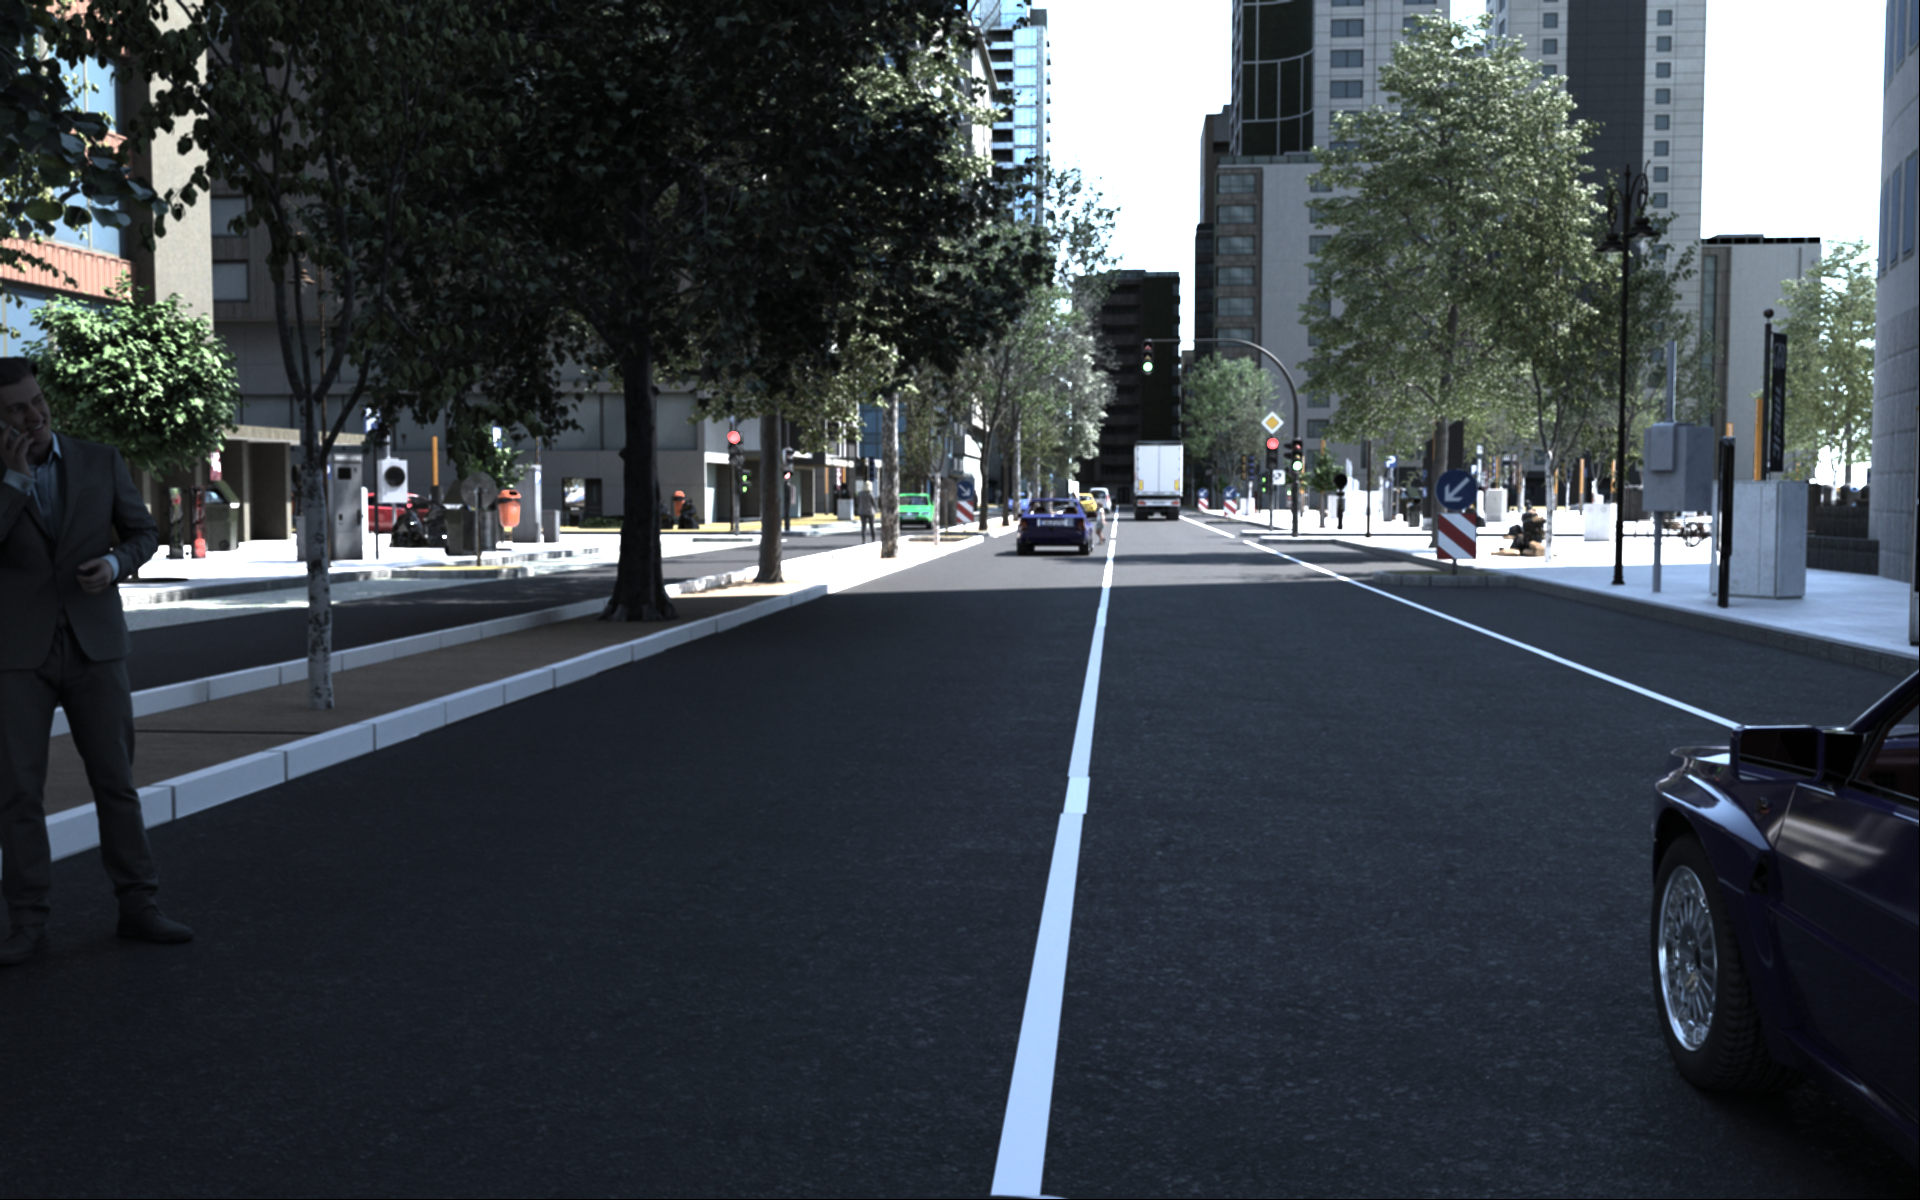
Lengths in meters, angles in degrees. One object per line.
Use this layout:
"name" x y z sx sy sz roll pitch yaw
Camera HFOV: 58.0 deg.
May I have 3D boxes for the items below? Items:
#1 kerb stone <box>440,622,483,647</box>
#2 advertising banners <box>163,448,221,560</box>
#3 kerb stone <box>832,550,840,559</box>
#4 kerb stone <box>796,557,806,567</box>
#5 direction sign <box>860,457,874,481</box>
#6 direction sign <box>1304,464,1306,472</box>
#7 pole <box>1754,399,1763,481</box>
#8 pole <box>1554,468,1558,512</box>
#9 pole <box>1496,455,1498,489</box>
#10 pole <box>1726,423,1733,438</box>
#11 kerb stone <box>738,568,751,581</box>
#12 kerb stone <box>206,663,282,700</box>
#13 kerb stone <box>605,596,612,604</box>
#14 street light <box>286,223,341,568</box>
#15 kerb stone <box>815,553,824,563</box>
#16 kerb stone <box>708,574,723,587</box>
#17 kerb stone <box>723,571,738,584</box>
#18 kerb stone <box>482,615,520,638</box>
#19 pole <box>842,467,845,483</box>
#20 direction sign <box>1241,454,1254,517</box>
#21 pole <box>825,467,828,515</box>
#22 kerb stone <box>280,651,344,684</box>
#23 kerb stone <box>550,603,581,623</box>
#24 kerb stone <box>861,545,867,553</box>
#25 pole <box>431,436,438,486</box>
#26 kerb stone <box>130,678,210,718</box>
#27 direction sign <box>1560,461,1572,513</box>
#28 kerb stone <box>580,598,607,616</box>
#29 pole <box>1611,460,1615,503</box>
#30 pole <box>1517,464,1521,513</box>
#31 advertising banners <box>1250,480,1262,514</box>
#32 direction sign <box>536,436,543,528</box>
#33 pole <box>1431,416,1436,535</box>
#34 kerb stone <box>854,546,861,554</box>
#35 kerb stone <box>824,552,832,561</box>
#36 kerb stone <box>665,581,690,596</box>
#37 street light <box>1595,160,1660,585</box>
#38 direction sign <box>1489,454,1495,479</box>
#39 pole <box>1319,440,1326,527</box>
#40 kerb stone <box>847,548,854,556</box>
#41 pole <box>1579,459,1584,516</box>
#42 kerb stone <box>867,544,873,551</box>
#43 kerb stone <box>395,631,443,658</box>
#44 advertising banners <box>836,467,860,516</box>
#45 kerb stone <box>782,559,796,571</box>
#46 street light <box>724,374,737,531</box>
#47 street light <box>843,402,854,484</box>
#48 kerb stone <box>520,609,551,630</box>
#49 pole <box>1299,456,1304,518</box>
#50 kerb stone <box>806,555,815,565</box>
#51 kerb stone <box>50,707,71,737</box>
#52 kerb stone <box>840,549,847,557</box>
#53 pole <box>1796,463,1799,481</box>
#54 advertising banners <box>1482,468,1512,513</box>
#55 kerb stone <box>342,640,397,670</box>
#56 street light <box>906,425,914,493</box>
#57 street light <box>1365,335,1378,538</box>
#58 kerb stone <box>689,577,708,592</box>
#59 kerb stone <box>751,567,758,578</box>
"kerb stone" -4.809 0.348 16.505 0.120 0.150 1.000 0 4 5
"advertising banners" -15.216 -2.342 34.483 0.090 3.025 2.074 0 4 8
"kerb stone" -2.827 -0.962 37.948 0.120 0.150 1.000 0 4 5
"kerb stone" -3.203 -0.715 33.878 0.120 0.150 1.000 0 4 5
"direction sign" -5.672 -6.965 105.880 0.876 3.537 0.379 0 4 5
"direction sign" 25.667 -8.370 128.850 0.379 3.537 0.876 0 4 3
"pole" 17.116 -2.647 37.124 0.158 3.312 0.155 0 3 0
"pole" 43.540 -8.115 126.519 0.158 3.312 0.155 0 3 0
"pole" 28.256 -5.942 90.995 0.158 3.312 0.155 0 3 0
"pole" 22.069 -3.420 49.757 0.158 3.312 0.155 0 3 0
"kerb stone" -3.678 -0.399 28.780 0.120 0.150 1.000 0 4 5
"kerb stone" -5.184 0.598 12.425 0.120 0.150 1.000 0 4 5
"kerb stone" -4.340 0.039 21.607 0.120 0.150 1.000 0 4 5
"street light" -10.934 -3.484 29.744 0.468 5.910 1.993 0 4 5
"kerb stone" -3.017 -0.839 35.913 0.120 0.150 1.000 0 4 5
"kerb stone" -3.862 -0.276 26.720 0.120 0.150 1.000 0 4 5
"kerb stone" -3.760 -0.339 27.736 0.120 0.150 1.000 0 4 5
"kerb stone" -4.714 0.286 17.522 0.120 0.150 1.000 0 4 5
"pole" -7.480 -7.176 111.167 0.158 3.312 0.155 0 3 0
"direction sign" 16.374 -6.526 98.700 0.876 3.537 0.379 3 5 42
"pole" -8.208 -6.887 106.451 0.158 3.312 0.155 0 3 0
"kerb stone" -5.084 0.538 13.445 0.120 0.150 1.000 0 4 5
"kerb stone" -4.520 0.161 19.557 0.120 0.150 1.000 0 4 5
"kerb stone" -2.451 -1.214 42.046 0.120 0.150 1.000 0 4 5
"pole" -18.606 -4.132 61.404 0.158 3.312 0.155 0 3 0
"kerb stone" -5.276 0.661 11.400 0.120 0.150 1.000 0 4 5
"direction sign" 40.998 -7.657 117.186 0.379 3.537 0.876 -3 4 -37
"kerb stone" -4.436 0.100 20.582 0.120 0.150 1.000 0 4 5
"pole" 38.190 -6.574 101.324 0.158 3.312 0.155 0 3 0
"pole" 41.117 -8.165 127.340 0.158 3.312 0.155 0 3 0
"advertising banners" 18.832 -6.978 110.279 0.090 3.025 2.074 -1 4 -10
"direction sign" -15.722 -4.439 64.579 0.379 3.537 0.876 0 4 -7
"pole" 12.522 -3.161 45.530 0.158 3.312 0.155 0 3 0
"kerb stone" -2.549 -1.152 41.027 0.120 0.150 1.000 0 4 5
"kerb stone" -2.929 -0.901 36.931 0.120 0.150 1.000 0 4 5
"kerb stone" -4.058 -0.146 24.664 0.120 0.150 1.000 0 4 5
"street light" 9.357 -3.159 24.443 0.468 5.910 1.993 0 4 5
"direction sign" 30.409 -6.549 99.067 0.379 3.537 0.876 3 4 38
"pole" 13.775 -4.401 65.803 0.158 3.312 0.155 0 3 0
"kerb stone" -2.641 -1.088 40.003 0.120 0.150 1.000 0 4 5
"pole" 36.057 -6.521 100.466 0.158 3.312 0.155 0 3 0
"kerb stone" -2.365 -1.276 43.064 0.120 0.150 1.000 0 4 5
"kerb stone" -4.901 0.410 15.485 0.120 0.150 1.000 0 4 5
"advertising banners" -6.429 -6.324 99.588 0.090 3.025 2.074 3 5 41
"kerb stone" -3.303 -0.652 32.858 0.120 0.150 1.000 0 4 5
"street light" -8.006 -5.373 60.644 0.468 5.910 1.993 0 4 5
"street light" -5.644 -6.995 87.160 0.468 5.910 1.993 0 4 5
"kerb stone" -4.624 0.227 18.541 0.120 0.150 1.000 0 4 5
"pole" 18.350 -6.063 92.969 0.158 3.312 0.155 0 3 0
"kerb stone" -3.120 -0.777 34.896 0.120 0.150 1.000 0 4 5
"kerb stone" -5.368 0.723 10.372 0.120 0.150 1.000 0 4 5
"kerb stone" -2.747 -1.027 38.983 0.120 0.150 1.000 0 4 5
"pole" 55.787 -7.433 115.376 0.158 3.312 0.155 0 3 0
"advertising banners" 35.517 -7.255 114.805 2.074 3.025 0.090 0 4 1
"kerb stone" -4.988 0.474 14.462 0.120 0.150 1.000 0 4 5
"street light" -3.210 -8.587 113.185 0.468 5.910 1.993 0 4 5
"street light" 11.875 -4.735 50.207 0.468 5.910 1.993 0 4 5
"kerb stone" -3.956 -0.214 25.688 0.120 0.150 1.000 0 4 5
"kerb stone" -3.582 -0.465 29.797 0.120 0.150 1.000 0 4 5
